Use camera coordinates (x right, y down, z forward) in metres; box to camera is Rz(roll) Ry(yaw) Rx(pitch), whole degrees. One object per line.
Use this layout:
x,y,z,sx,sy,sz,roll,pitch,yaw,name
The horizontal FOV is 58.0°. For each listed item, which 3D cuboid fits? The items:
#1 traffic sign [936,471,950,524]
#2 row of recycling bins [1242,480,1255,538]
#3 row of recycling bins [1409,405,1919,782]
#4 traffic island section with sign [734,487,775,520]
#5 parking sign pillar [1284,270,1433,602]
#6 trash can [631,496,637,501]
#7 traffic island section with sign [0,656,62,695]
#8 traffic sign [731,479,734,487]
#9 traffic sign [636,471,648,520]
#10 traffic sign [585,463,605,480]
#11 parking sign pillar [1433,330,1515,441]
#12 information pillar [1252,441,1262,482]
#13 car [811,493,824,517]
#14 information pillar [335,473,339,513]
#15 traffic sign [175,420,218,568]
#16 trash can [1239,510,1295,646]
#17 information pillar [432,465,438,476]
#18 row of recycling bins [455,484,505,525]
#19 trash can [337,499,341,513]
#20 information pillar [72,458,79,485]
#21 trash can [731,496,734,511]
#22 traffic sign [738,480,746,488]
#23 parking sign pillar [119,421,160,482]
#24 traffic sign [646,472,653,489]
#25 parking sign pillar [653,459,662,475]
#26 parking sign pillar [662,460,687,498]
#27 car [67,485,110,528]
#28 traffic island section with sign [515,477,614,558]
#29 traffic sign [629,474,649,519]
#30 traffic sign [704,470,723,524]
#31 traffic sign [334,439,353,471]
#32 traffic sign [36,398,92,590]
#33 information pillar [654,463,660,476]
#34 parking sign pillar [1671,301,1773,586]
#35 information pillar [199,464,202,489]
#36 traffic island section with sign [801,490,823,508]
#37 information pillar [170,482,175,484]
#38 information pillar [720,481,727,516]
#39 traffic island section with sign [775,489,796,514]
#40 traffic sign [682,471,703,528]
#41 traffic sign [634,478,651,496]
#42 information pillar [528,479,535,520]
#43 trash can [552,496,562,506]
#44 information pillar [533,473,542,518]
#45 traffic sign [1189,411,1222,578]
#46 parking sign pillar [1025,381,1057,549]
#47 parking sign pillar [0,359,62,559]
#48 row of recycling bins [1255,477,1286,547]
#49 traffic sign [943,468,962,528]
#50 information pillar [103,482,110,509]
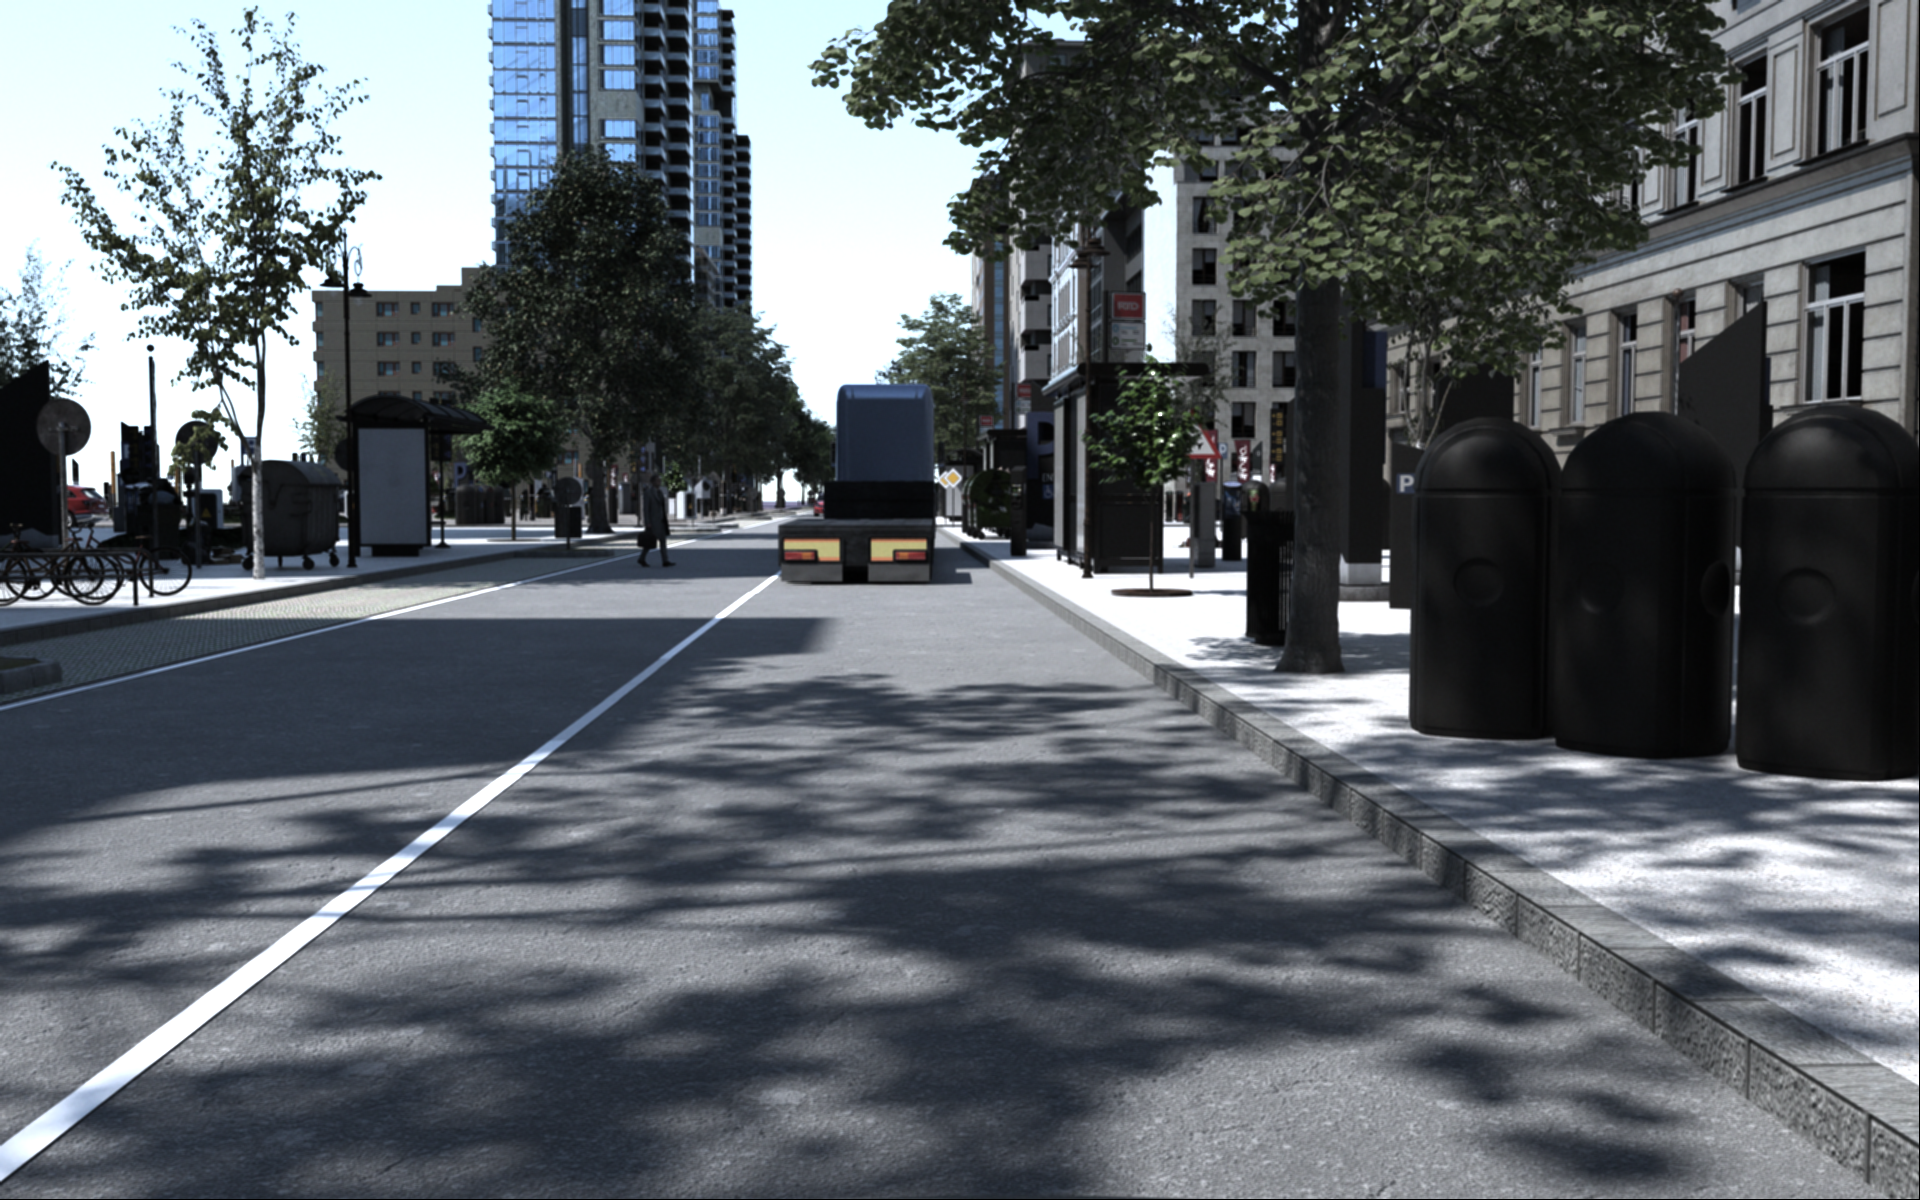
-0.612,-4.293,73.832,0.795,2.450,0.064,0,4,-3,traffic sign
9.874,-2.699,51.249,3.534,1.692,1.069,-1,4,-23,row of recycling bins
3.825,-0.081,8.436,3.534,1.692,1.069,3,5,43,row of recycling bins
-11.481,-5.353,96.150,1.989,1.847,2.006,0,4,-3,traffic island section with sign
4.800,-2.002,21.208,1.447,3.967,1.447,0,4,-3,parking sign pillar
-22.783,-6.666,120.642,0.748,1.137,0.748,0,3,0,trash can
-7.803,-0.244,12.623,1.989,1.847,2.006,0,4,-3,traffic island section with sign
-18.238,-8.355,136.703,0.768,2.556,0.104,0,4,1,traffic sign
-15.576,-5.157,84.419,0.768,2.556,0.104,0,4,3,traffic sign
-13.617,-3.947,64.634,0.768,2.556,0.104,0,4,5,traffic sign
8.260,-2.422,28.067,1.447,3.967,1.447,-1,4,-9,parking sign pillar
13.105,-5.198,76.343,0.504,3.616,0.183,3,5,44,information pillar
-8.396,-6.217,110.694,2.155,1.783,4.494,0,4,-3,car
-21.562,-3.363,59.482,0.304,2.012,0.304,1,4,18,information pillar
-13.176,-1.823,29.908,0.768,2.556,0.104,0,4,3,traffic sign
2.758,-0.193,14.817,0.748,1.137,0.748,0,3,0,trash can
-42.578,-9.122,140.500,0.504,3.616,0.183,-2,4,-33,information pillar
-20.460,-4.073,73.700,1.069,1.692,3.534,1,4,11,row of recycling bins
-48.136,-7.403,132.687,0.748,1.137,0.748,0,3,0,trash can
-56.923,-7.348,111.493,0.183,3.616,0.504,1,4,19,information pillar
-15.031,-6.161,112.388,0.748,1.137,0.748,0,3,0,trash can
-18.499,-8.943,146.318,0.768,2.556,0.104,0,4,2,traffic sign
-30.214,-4.609,63.832,1.447,3.967,1.447,-1,4,-10,parking sign pillar
-15.950,-5.360,88.820,0.795,2.450,0.064,0,3,0,traffic sign
-23.082,-8.831,132.865,1.447,3.967,1.447,1,4,11,parking sign pillar
-19.909,-8.176,122.151,1.447,3.967,1.447,1,4,11,parking sign pillar
-36.347,-3.632,68.056,5.304,1.827,2.281,0,4,-4,car
-8.978,-1.891,39.553,1.989,1.847,2.006,0,4,-3,traffic island section with sign
-14.202,-4.686,76.627,0.884,2.594,0.081,0,4,5,traffic sign
-10.448,-4.268,73.421,0.795,2.450,0.064,0,4,-3,traffic sign
-13.767,-2.387,39.141,0.768,2.556,0.104,0,4,6,traffic sign
-11.905,-1.401,23.012,0.768,2.556,0.104,0,4,5,traffic sign
-22.871,-8.524,130.726,0.504,3.616,0.183,2,4,32,information pillar
10.914,-2.225,24.851,1.447,3.967,1.447,-3,5,-40,parking sign pillar
-48.374,-7.270,110.221,0.183,3.616,0.504,0,4,7,information pillar
-14.877,-10.081,173.446,1.989,1.847,2.006,0,4,-3,traffic island section with sign
-49.794,-6.428,109.593,0.304,2.012,0.304,-1,4,-16,information pillar
-13.621,-5.820,99.645,0.304,2.012,0.304,-3,5,-45,information pillar
-12.667,-7.000,123.079,1.989,1.847,2.006,0,4,-3,traffic island section with sign
-10.096,-3.780,65.444,0.795,2.450,0.064,0,4,-3,traffic sign
-16.050,-5.355,87.561,0.884,2.594,0.081,0,4,6,traffic sign
-21.148,-4.958,85.549,0.304,2.012,0.304,-1,4,-16,information pillar
-24.057,-5.603,103.257,0.748,1.137,0.748,0,3,0,trash can
-23.053,-6.306,94.452,0.504,3.616,0.183,-2,4,-31,information pillar
3.528,-1.609,26.316,0.884,2.594,0.081,0,4,5,traffic sign
2.196,-3.205,40.878,1.447,3.967,1.447,2,4,32,parking sign pillar
-18.891,-2.830,34.742,1.447,3.967,1.447,-1,4,-13,parking sign pillar
8.759,-2.085,41.195,1.069,1.692,3.534,-3,4,-37,row of recycling bins
-0.261,-3.805,65.855,0.795,2.450,0.064,0,4,-3,traffic sign
-51.377,-6.104,104.294,0.304,2.012,0.304,-1,4,-20,information pillar
